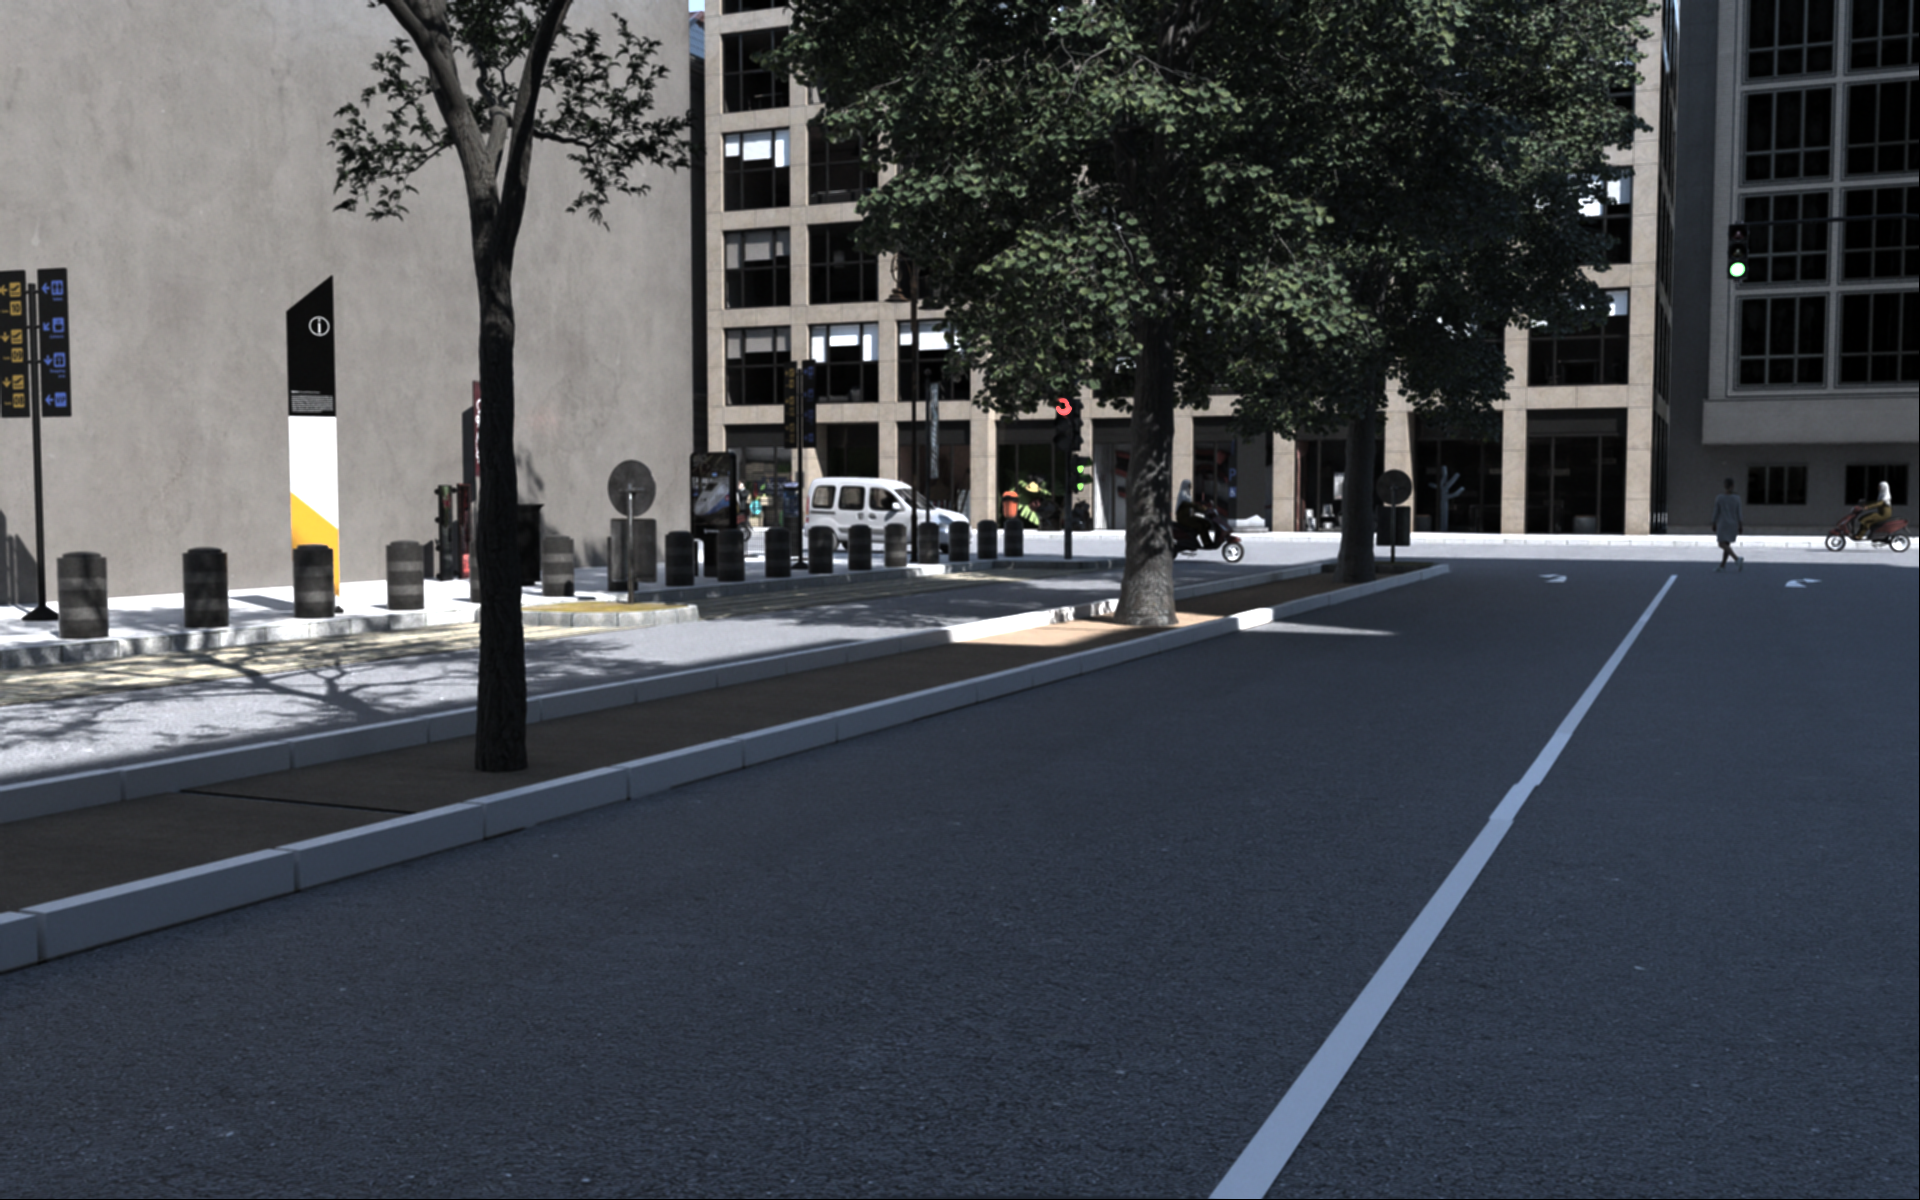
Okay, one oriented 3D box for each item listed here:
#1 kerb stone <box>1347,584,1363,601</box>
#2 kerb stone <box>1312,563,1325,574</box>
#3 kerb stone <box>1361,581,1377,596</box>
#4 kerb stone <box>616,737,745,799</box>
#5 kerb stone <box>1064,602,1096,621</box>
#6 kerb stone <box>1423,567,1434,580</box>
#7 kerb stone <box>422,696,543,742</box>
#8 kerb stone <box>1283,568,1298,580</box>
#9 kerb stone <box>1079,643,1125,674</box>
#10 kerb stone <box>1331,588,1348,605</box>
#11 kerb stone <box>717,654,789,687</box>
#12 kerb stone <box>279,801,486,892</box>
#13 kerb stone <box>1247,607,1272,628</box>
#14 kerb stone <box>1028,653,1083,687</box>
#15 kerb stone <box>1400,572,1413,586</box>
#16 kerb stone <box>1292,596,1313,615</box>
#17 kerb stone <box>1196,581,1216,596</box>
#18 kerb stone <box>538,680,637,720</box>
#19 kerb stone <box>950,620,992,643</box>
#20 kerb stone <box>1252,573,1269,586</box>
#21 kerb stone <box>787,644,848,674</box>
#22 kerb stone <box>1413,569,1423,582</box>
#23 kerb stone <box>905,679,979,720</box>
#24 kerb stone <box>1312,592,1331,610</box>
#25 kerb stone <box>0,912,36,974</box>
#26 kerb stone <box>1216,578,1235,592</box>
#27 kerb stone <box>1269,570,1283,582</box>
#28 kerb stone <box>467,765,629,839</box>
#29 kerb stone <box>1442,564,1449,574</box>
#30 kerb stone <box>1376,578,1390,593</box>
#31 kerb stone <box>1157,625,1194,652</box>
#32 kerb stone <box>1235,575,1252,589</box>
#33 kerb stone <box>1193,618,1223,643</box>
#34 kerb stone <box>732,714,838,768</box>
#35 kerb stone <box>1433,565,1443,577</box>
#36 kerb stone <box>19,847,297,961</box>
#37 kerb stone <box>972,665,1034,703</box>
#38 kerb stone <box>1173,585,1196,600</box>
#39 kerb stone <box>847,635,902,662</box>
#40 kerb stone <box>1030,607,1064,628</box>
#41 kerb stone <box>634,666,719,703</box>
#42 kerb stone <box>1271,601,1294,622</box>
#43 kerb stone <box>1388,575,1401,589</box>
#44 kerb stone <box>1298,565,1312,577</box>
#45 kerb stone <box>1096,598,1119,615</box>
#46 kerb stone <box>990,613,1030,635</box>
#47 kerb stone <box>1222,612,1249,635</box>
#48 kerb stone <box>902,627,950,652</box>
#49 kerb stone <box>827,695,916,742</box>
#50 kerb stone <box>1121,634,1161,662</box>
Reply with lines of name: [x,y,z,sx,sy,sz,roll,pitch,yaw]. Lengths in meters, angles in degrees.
kerb stone: [5.298,-0.086,23.600,0.120,0.150,1.000,2,4,24]
kerb stone: [6.320,-0.538,31.031,0.120,0.150,1.000,2,4,24]
kerb stone: [5.715,-0.143,24.536,0.120,0.150,1.000,2,4,24]
kerb stone: [-1.394,0.832,8.598,0.120,0.150,1.000,2,4,24]
kerb stone: [1.295,0.147,19.791,0.120,0.150,1.000,2,4,24]
kerb stone: [7.813,-0.430,29.229,0.120,0.150,1.000,2,4,24]
kerb stone: [-2.886,0.721,10.401,0.120,0.150,1.000,2,4,24]
kerb stone: [5.474,-0.426,29.160,0.120,0.150,1.000,2,4,24]
kerb stone: [1.119,0.487,14.230,0.120,0.150,1.000,2,4,24]
kerb stone: [4.883,-0.026,22.664,0.120,0.150,1.000,2,4,24]
kerb stone: [-1.631,0.549,13.227,0.120,0.150,1.000,2,4,24]
kerb stone: [-2.227,0.947,6.718,0.120,0.150,1.000,2,4,24]
kerb stone: [3.202,0.200,18.926,0.120,0.150,1.000,2,4,24]
kerb stone: [0.694,0.544,13.293,0.120,0.150,1.000,2,4,24]
kerb stone: [6.963,-0.314,27.346,0.120,0.150,1.000,2,4,24]
kerb stone: [4.041,0.086,20.795,0.120,0.150,1.000,2,4,24]
kerb stone: [3.387,-0.138,24.482,0.120,0.150,1.000,2,4,24]
kerb stone: [-2.474,0.663,11.355,0.120,0.150,1.000,2,4,24]
kerb stone: [0.035,0.329,16.972,0.120,0.150,1.000,2,4,24]
kerb stone: [4.640,-0.311,27.288,0.120,0.150,1.000,2,4,24]
kerb stone: [-1.220,0.491,14.165,0.120,0.150,1.000,2,4,24]
kerb stone: [7.386,-0.373,28.297,0.120,0.150,1.000,2,4,24]
kerb stone: [-0.146,0.662,11.415,0.120,0.150,1.000,2,4,24]
kerb stone: [4.456,0.029,21.732,0.120,0.150,1.000,2,4,24]
kerb stone: [-3.070,1.061,4.845,0.120,0.150,1.000,2,4,24]
kerb stone: [3.801,-0.197,25.418,0.120,0.150,1.000,2,4,24]
kerb stone: [5.052,-0.366,28.226,0.120,0.150,1.000,2,4,24]
kerb stone: [-1.816,0.889,7.663,0.120,0.150,1.000,2,4,24]
kerb stone: [8.643,-0.545,31.112,0.120,0.150,1.000,2,4,24]
kerb stone: [6.133,-0.198,25.471,0.120,0.150,1.000,2,4,24]
kerb stone: [1.957,0.372,16.116,0.120,0.150,1.000,2,4,24]
kerb stone: [4.220,-0.253,26.354,0.120,0.150,1.000,2,4,24]
kerb stone: [2.374,0.315,17.052,0.120,0.150,1.000,2,4,24]
kerb stone: [-0.973,0.774,9.539,0.120,0.150,1.000,2,4,24]
kerb stone: [8.233,-0.488,30.173,0.120,0.150,1.000,2,4,24]
kerb stone: [-2.648,1.004,5.784,0.120,0.150,1.000,2,4,24]
kerb stone: [0.273,0.604,12.350,0.120,0.150,1.000,2,4,24]
kerb stone: [2.968,-0.083,23.546,0.120,0.150,1.000,2,4,24]
kerb stone: [-0.798,0.434,15.099,0.120,0.150,1.000,2,4,24]
kerb stone: [0.870,0.205,18.848,0.120,0.150,1.000,2,4,24]
kerb stone: [-2.050,0.606,12.292,0.120,0.150,1.000,2,4,24]
kerb stone: [3.624,0.151,19.860,0.120,0.150,1.000,2,4,24]
kerb stone: [6.543,-0.258,26.410,0.120,0.150,1.000,2,4,24]
kerb stone: [5.895,-0.483,30.098,0.120,0.150,1.000,2,4,24]
kerb stone: [1.715,0.091,20.728,0.120,0.150,1.000,2,4,24]
kerb stone: [0.454,0.264,17.912,0.120,0.150,1.000,2,4,24]
kerb stone: [2.790,0.261,17.988,0.120,0.150,1.000,2,4,24]
kerb stone: [-0.381,0.380,16.035,0.120,0.150,1.000,2,4,24]
kerb stone: [-0.554,0.717,10.475,0.120,0.150,1.000,2,4,24]
kerb stone: [1.532,0.434,15.175,0.120,0.150,1.000,2,4,24]
